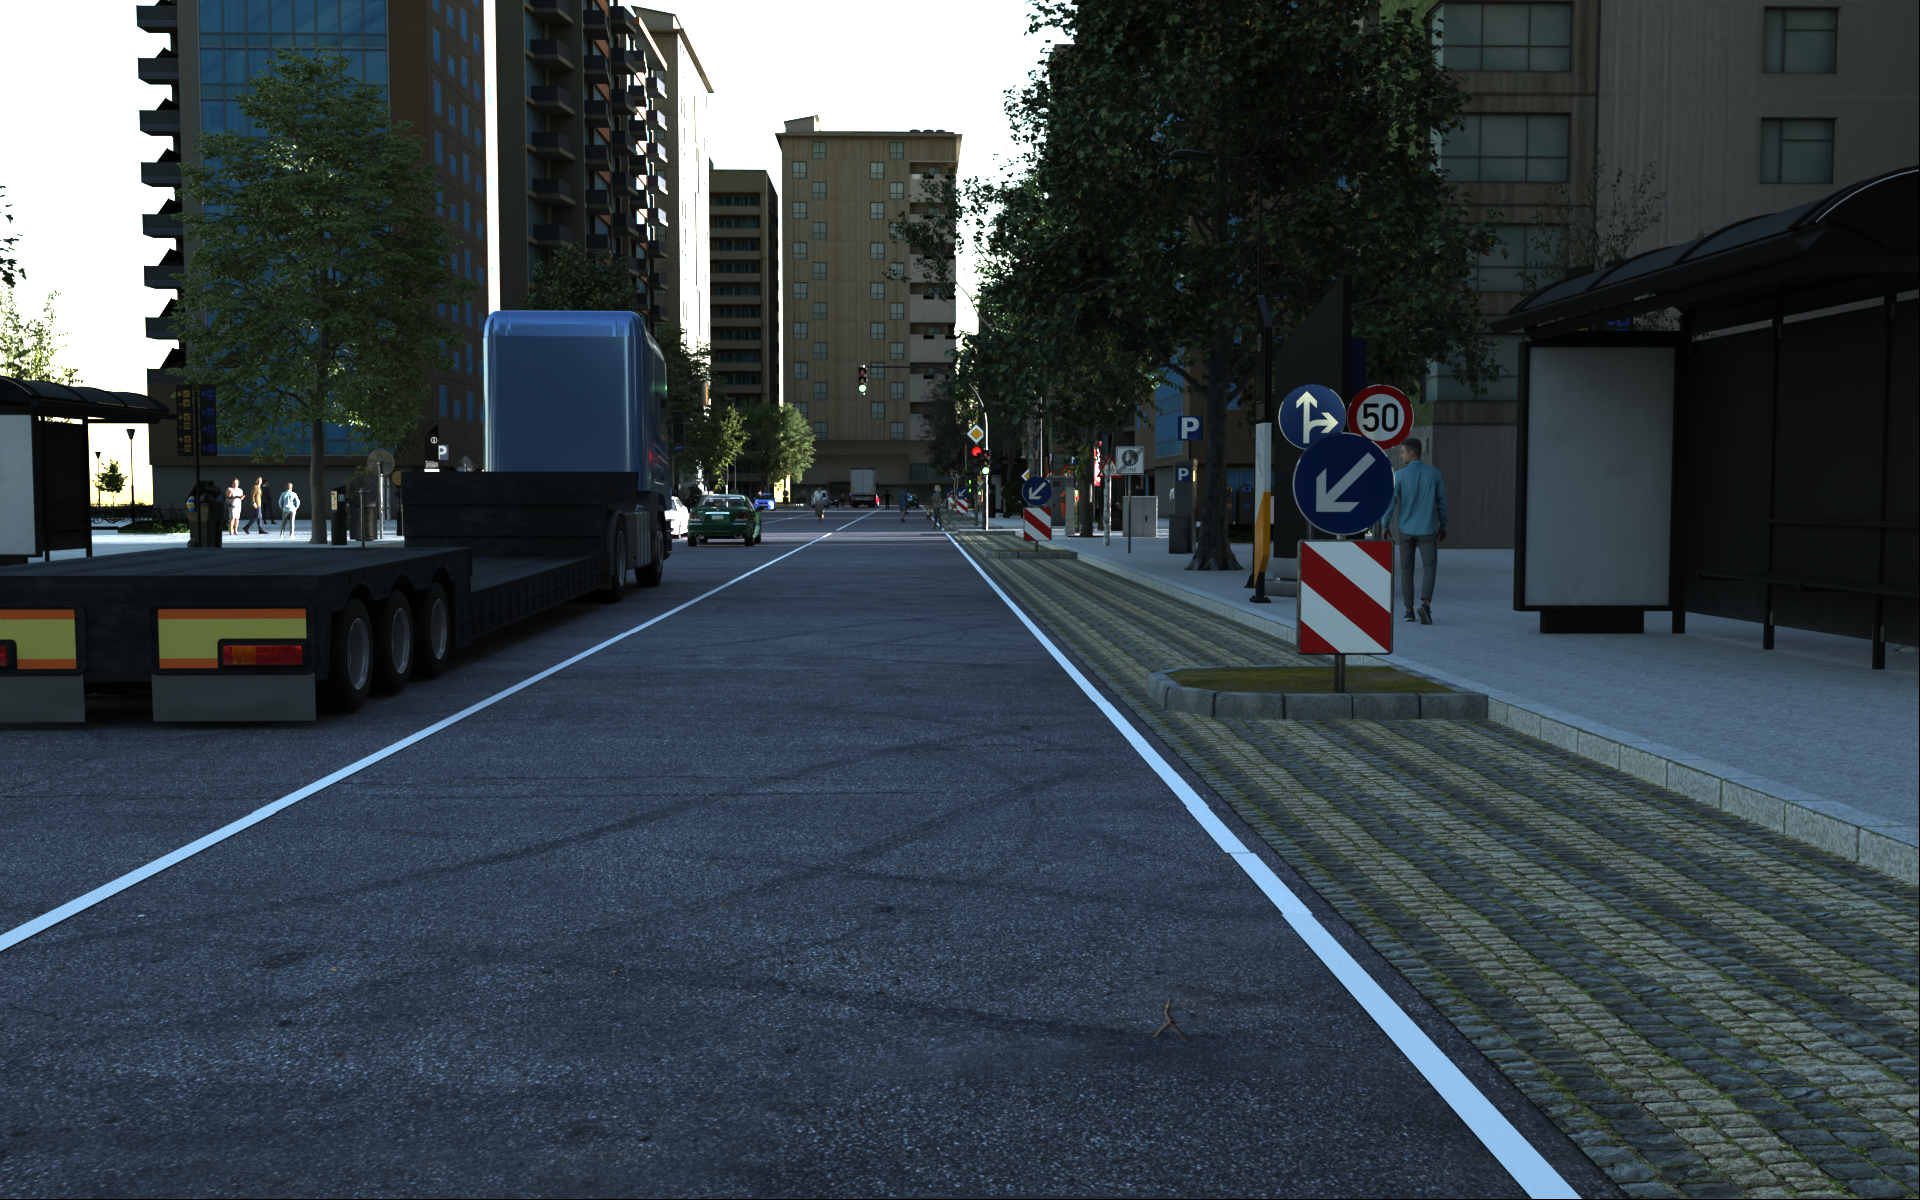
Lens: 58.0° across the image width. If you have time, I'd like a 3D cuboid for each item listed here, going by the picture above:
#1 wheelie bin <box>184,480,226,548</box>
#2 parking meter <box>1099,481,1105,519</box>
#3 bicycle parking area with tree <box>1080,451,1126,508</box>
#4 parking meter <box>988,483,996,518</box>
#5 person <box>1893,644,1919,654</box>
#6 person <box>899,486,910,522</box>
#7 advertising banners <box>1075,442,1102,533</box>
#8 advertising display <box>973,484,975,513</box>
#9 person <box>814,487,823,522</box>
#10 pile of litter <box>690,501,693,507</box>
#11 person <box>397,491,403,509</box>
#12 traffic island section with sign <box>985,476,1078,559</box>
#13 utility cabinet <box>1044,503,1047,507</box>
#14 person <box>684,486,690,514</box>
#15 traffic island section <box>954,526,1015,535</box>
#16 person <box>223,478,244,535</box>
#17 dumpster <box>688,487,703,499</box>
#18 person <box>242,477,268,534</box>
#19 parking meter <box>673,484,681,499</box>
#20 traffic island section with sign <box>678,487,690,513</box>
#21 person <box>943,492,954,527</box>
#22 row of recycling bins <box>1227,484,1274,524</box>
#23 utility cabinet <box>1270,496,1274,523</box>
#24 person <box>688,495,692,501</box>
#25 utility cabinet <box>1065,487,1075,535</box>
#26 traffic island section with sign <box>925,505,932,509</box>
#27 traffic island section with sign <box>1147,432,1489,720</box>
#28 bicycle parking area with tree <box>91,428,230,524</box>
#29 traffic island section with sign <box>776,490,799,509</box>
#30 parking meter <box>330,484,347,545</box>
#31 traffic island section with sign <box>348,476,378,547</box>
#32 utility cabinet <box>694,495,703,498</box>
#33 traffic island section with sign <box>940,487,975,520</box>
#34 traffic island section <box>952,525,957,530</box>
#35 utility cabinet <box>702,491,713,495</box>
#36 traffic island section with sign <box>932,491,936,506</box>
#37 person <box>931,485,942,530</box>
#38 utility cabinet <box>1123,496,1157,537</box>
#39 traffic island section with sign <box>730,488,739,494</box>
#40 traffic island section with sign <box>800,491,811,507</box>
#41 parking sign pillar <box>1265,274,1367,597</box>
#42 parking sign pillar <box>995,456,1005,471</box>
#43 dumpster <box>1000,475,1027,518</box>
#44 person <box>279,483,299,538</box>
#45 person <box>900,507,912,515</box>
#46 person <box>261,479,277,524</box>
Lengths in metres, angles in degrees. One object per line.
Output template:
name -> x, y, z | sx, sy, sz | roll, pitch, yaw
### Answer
wheelie bin -> -17.407, -1.965, 40.033 | 0.693, 1.594, 0.980 | 1, 4, 11
parking meter -> 5.778, -3.899, 69.466 | 0.399, 1.863, 0.255 | -1, 4, -12
bicycle parking area with tree -> 10.220, -7.670, 112.402 | 9.016, 4.147, 8.231 | 1, 4, 11
parking meter -> 1.733, -5.378, 93.647 | 0.255, 1.863, 0.399 | -3, 4, -36
person -> 7.803, -0.432, 14.111 | 0.522, 1.701, 0.512 | 0, 4, -5
person -> -2.913, -4.873, 88.200 | 0.581, 1.822, 0.654 | 2, 4, 32
advertising banners -> 4.179, -3.726, 57.106 | 0.090, 3.025, 2.074 | 2, 4, 33
advertising display -> 1.026, -6.698, 114.721 | 0.123, 1.923, 0.974 | -1, 4, -12
person -> -7.335, -4.975, 90.073 | 0.478, 1.798, 0.641 | 0, 4, 8
pile of litter -> -18.452, -6.490, 120.069 | 1.176, 0.858, 1.719 | 0, 4, 4
person -> -17.460, -2.950, 54.694 | 0.534, 1.772, 0.576 | 0, 4, -5
traffic island section with sign -> 1.569, -1.847, 38.826 | 1.989, 1.847, 2.006 | 0, 4, -2
utility cabinet -> 3.937, -4.436, 81.209 | 0.318, 1.500, 1.173 | 1, 4, 16
person -> -17.578, -6.355, 110.340 | 0.834, 1.777, 0.661 | 1, 4, 14
traffic island section -> 0.908, -2.412, 61.723 | 2.009, 0.180, 2.903 | 0, 4, -2
person -> -22.927, -2.950, 54.637 | 0.532, 1.782, 0.716 | 3, 5, 42
dumpster -> -20.443, -7.771, 132.819 | 1.264, 1.857, 1.865 | 0, 4, -2
person -> -22.656, -3.043, 55.709 | 0.836, 1.842, 0.656 | -3, 5, -41
parking meter -> -17.178, -6.079, 105.106 | 0.399, 1.863, 0.255 | 2, 4, 24
traffic island section with sign -> -14.942, -5.215, 93.887 | 1.989, 1.847, 2.006 | 0, 4, -2
person -> -0.473, -3.913, 75.068 | 0.503, 1.515, 0.523 | 2, 4, 24
row of recycling bins -> 11.977, -3.861, 70.236 | 3.534, 1.692, 1.069 | 0, 4, -2
utility cabinet -> 11.247, -3.101, 61.865 | 0.306, 1.237, 1.020 | 1, 4, 21
person -> -19.230, -6.879, 123.191 | 0.362, 1.253, 0.373 | 0, 3, 0
utility cabinet -> 3.470, -2.796, 54.387 | 0.318, 1.500, 1.173 | 0, 4, 4
traffic island section with sign -> -2.249, -9.968, 171.603 | 1.989, 1.847, 2.006 | 0, 4, -2
traffic island section with sign -> 2.335, -0.199, 11.882 | 1.989, 1.847, 2.006 | 0, 4, -2
bicycle parking area with tree -> -38.170, -5.539, 77.570 | 9.016, 4.147, 8.231 | -3, 4, -38
traffic island section with sign -> -17.156, -9.932, 171.010 | 1.989, 1.847, 2.006 | 0, 4, -2
parking meter -> -15.580, -2.142, 43.426 | 0.372, 1.533, 0.369 | 0, 3, 0
traffic island section with sign -> -13.335, -1.815, 38.309 | 1.989, 1.847, 2.006 | 0, 4, -2
utility cabinet -> -18.672, -6.944, 124.687 | 1.020, 1.237, 0.306 | 3, 5, 40
traffic island section with sign -> -0.020, -5.240, 94.294 | 1.989, 1.847, 2.006 | 0, 4, -2
traffic island section -> 0.679, -2.901, 69.705 | 2.009, 0.180, 2.903 | 0, 4, -2
utility cabinet -> -19.837, -7.733, 135.120 | 1.173, 1.500, 0.318 | -3, 4, -36
traffic island section with sign -> -0.810, -6.910, 121.599 | 1.989, 1.847, 2.006 | 0, 4, -2
person -> -0.980, -3.748, 69.969 | 0.526, 1.800, 0.537 | 0, 4, 1
utility cabinet -> 5.367, -2.477, 51.668 | 1.020, 1.237, 0.306 | 0, 4, 6
traffic island section with sign -> -15.719, -6.866, 120.885 | 1.989, 1.847, 2.006 | 0, 4, -2
traffic island section with sign -> -17.953, -11.643, 198.985 | 1.989, 1.847, 2.006 | 0, 4, -2
parking sign pillar -> 4.561, -2.049, 21.966 | 1.447, 3.967, 1.447 | -2, 4, -28
parking sign pillar -> 2.983, -8.153, 121.765 | 1.447, 3.967, 1.447 | 3, 4, 37
dumpster -> 2.907, -5.451, 91.611 | 1.502, 2.255, 1.985 | 0, 4, -2
person -> -19.542, -2.605, 50.447 | 0.589, 1.601, 0.330 | -1, 4, -9
person -> -3.708, -6.274, 116.582 | 0.738, 1.151, 1.012 | -1, 4, -17
person -> -29.489, -4.181, 73.760 | 0.648, 1.900, 0.474 | 1, 4, 21
